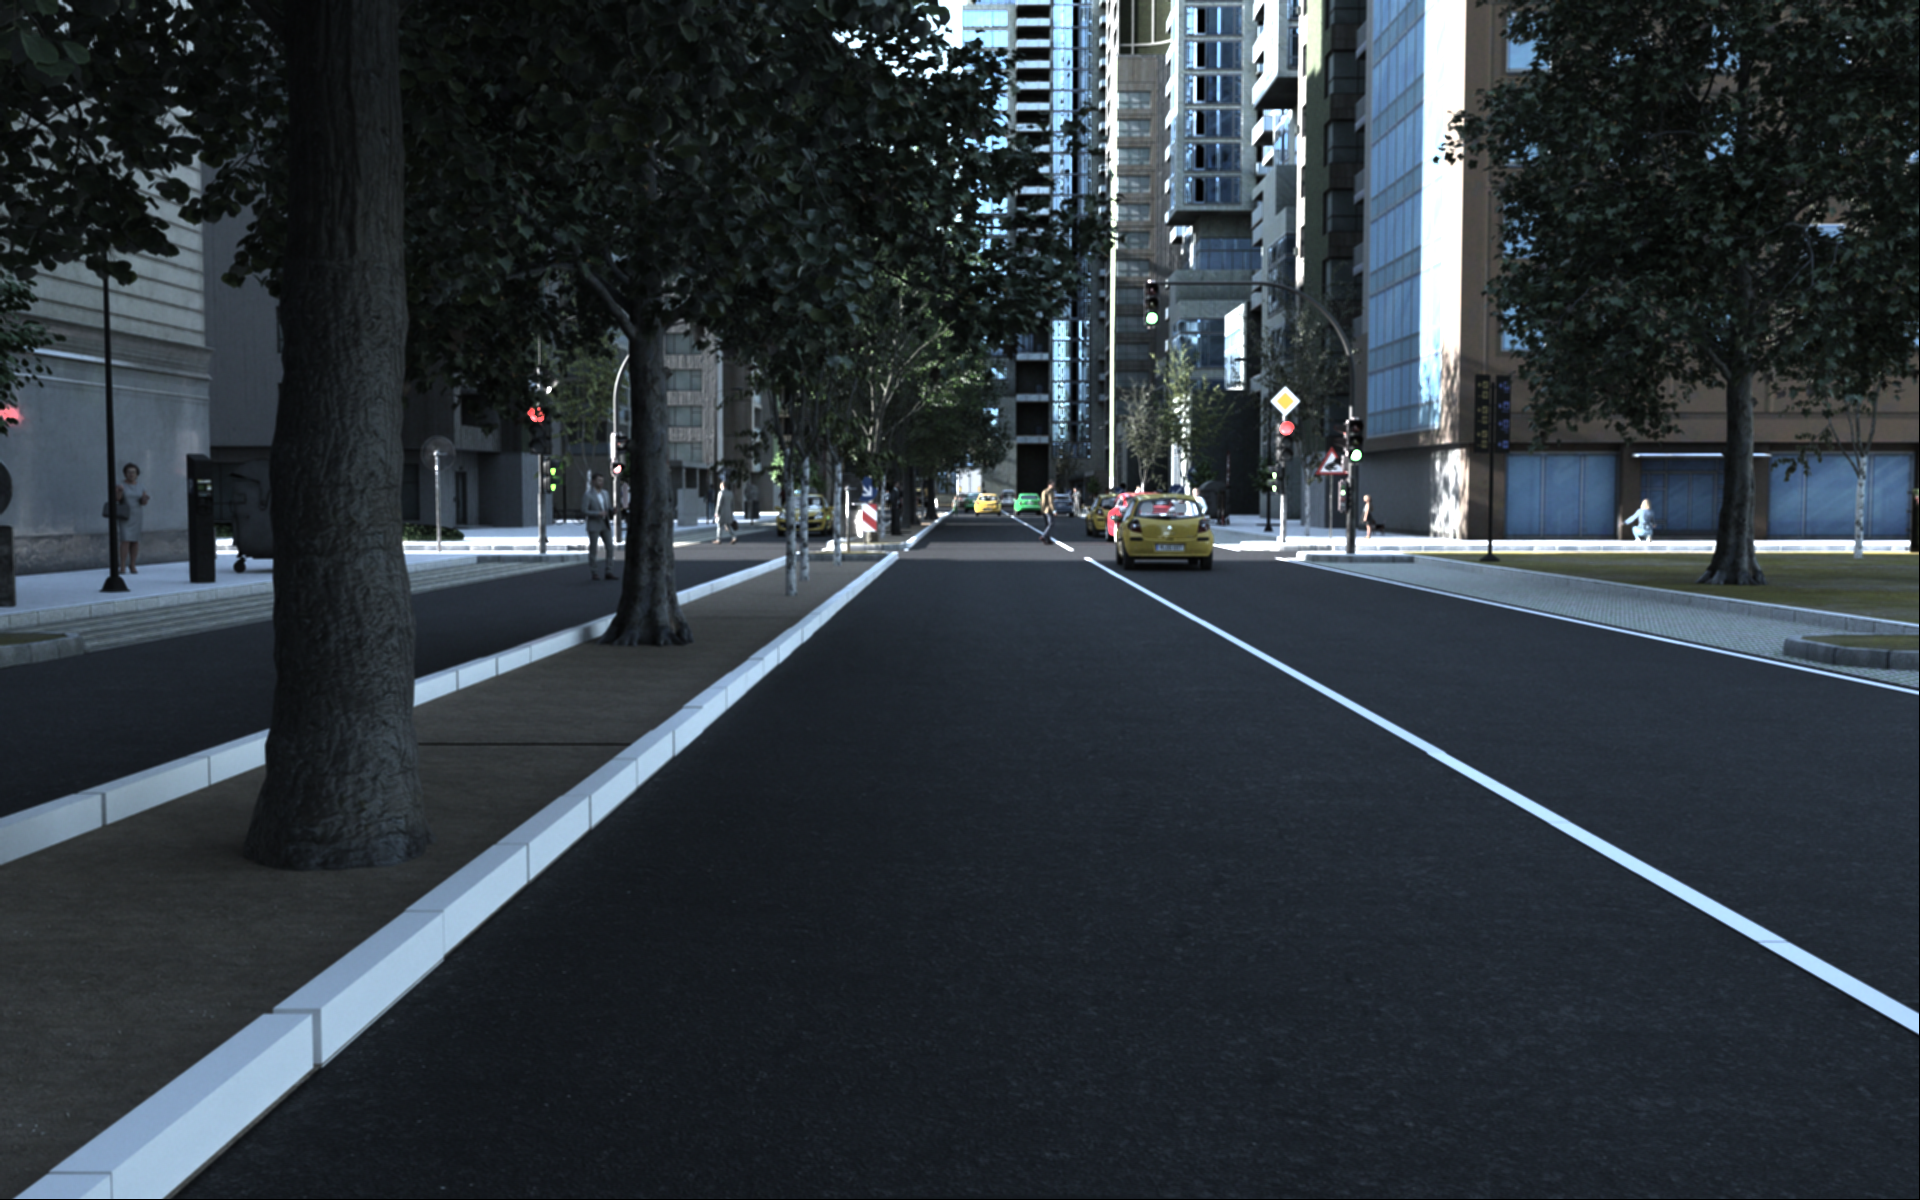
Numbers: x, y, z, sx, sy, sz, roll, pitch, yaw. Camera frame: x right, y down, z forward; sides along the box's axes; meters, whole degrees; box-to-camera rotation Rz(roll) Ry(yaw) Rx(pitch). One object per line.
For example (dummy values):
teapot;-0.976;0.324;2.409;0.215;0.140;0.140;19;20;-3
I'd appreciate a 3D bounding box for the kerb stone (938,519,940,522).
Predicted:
kerb stone;-1.135;-3.608;81.193;0.120;0.150;1.000;0;4;0

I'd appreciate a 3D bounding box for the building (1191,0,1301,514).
building;25.453;-50.663;141.004;22.319;86.520;31.000;0;4;0

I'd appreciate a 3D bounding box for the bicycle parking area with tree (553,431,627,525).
bicycle parking area with tree;-17.933;-5.433;75.835;9.016;4.147;8.231;1;4;17

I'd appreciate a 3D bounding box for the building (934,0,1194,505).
building;11.910;-55.308;216.963;31.000;86.520;22.319;0;4;0

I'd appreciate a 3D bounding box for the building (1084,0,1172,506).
building;24.098;-45.471;181.704;20.563;71.187;20.611;0;4;0

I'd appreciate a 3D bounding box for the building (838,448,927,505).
building;-18.257;-34.427;217.499;28.867;44.769;22.147;0;4;0

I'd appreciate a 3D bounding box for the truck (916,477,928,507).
truck;-4.626;-12.065;193.179;3.469;3.379;9.791;0;4;-1

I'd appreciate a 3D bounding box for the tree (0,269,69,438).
tree;-11.720;-2.162;19.071;4.285;4.588;4.351;0;3;0

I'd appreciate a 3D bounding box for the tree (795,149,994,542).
tree;-2.372;-7.365;48.627;9.928;11.665;9.643;0;3;0

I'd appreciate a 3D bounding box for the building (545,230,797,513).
building;-30.103;-27.794;146.320;32.217;40.220;23.993;0;4;0

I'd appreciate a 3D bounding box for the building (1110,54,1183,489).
building;21.263;-29.439;164.916;14.154;41.232;14.086;0;4;0

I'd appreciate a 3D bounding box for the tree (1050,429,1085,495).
tree;12.067;-15.092;197.115;4.360;8.622;3.978;0;3;0

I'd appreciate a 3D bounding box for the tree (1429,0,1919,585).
tree;11.197;-6.579;24.583;9.611;12.733;9.660;0;3;0

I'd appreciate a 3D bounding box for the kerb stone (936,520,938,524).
kerb stone;-1.159;-3.357;77.083;0.120;0.150;1.000;0;4;0

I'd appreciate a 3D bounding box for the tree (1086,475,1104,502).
tree;12.312;-9.992;157.965;1.663;3.219;1.824;0;3;0

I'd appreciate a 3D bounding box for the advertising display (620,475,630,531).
advertising display;-10.966;-3.223;57.904;0.974;1.923;0.123;0;4;1

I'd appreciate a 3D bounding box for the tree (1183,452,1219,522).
tree;10.946;-5.139;78.630;1.663;3.219;1.824;0;3;0

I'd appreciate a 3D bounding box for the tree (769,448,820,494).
tree;-10.569;-7.750;110.433;4.285;4.588;4.351;0;3;0

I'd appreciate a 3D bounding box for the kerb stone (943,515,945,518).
kerb stone;-1.039;-4.487;95.556;0.120;0.150;1.000;0;4;0

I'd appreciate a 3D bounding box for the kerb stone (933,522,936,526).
kerb stone;-1.193;-3.044;71.958;0.120;0.150;1.000;0;4;0

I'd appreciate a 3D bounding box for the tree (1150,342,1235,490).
tree;10.918;-8.139;83.432;4.737;8.622;4.395;0;3;0

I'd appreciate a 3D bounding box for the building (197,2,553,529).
building;-23.815;-17.848;63.520;14.160;30.474;14.107;0;4;0

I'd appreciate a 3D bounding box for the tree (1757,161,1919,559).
tree;17.824;-5.137;34.360;4.360;8.622;3.978;0;3;0

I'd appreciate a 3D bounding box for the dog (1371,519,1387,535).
dog;13.010;-2.268;53.912;0.406;0.507;0.540;2;4;29

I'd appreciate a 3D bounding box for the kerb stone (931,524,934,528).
kerb stone;-1.222;-2.854;68.884;0.120;0.150;1.000;0;4;0

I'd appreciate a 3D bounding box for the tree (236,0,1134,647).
tree;-2.984;-5.930;16.419;9.611;12.733;9.660;0;3;0

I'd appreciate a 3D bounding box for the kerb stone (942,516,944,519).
kerb stone;-1.060;-4.293;92.461;0.120;0.150;1.000;0;4;0

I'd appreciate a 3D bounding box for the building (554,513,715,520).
building;-30.290;-24.548;93.233;32.217;40.220;23.993;0;4;0

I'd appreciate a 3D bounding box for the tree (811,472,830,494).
tree;-10.677;-8.167;128.132;1.663;3.219;1.824;0;3;0

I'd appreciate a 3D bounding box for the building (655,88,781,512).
building;-21.019;-27.124;127.074;14.154;41.232;14.086;0;4;0

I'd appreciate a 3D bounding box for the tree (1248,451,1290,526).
tree;12.481;-4.649;70.613;1.663;3.219;1.824;0;3;0

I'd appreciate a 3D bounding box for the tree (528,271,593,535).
tree;-11.742;-6.353;54.238;4.737;8.622;4.395;0;3;0

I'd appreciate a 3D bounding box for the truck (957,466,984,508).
truck;1.032;-11.483;176.661;2.839;4.237;11.283;0;4;1

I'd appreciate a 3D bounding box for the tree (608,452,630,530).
tree;-11.898;-4.104;61.707;1.663;3.219;1.824;0;3;0

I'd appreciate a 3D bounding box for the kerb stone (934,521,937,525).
kerb stone;-1.176;-3.169;74.002;0.120;0.150;1.000;0;4;0

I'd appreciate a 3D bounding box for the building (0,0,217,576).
building;-23.629;-10.996;28.933;18.267;20.994;9.793;0;4;0

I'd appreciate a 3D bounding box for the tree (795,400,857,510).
tree;-10.118;-12.618;140.717;7.601;10.594;8.767;0;4;4

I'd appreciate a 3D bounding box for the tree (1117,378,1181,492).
tree;11.641;-9.682;108.671;4.360;8.622;3.978;0;3;0

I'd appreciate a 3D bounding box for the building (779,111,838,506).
building;-24.311;-34.195;182.787;21.600;48.544;21.300;0;4;0

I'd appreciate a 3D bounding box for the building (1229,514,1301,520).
building;25.416;-48.122;99.464;22.319;86.520;31.000;0;4;0

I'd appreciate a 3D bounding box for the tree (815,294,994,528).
tree;-2.355;-9.254;71.888;7.486;12.596;7.792;0;3;0

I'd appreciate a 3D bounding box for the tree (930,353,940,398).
tree;-2.455;-4.991;34.428;4.360;8.622;3.978;0;3;0

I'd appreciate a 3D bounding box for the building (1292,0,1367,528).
building;20.721;-18.288;70.709;14.160;30.474;14.107;0;4;0

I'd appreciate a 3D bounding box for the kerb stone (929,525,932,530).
kerb stone;-1.234;-2.667;65.812;0.120;0.150;1.000;0;4;0

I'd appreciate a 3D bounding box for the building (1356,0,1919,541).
building;20.810;-24.649;53.114;14.200;45.320;14.600;0;4;0

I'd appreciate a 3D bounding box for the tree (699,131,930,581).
tree;-2.575;-4.625;28.441;4.360;8.622;3.978;0;3;0

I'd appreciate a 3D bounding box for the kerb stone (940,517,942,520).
kerb stone;-1.096;-3.984;87.340;0.120;0.150;1.000;0;4;0

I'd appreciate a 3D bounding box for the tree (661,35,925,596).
tree;-2.331;-4.341;23.800;4.737;8.622;4.395;0;3;0

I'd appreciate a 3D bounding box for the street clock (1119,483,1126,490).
street clock;10.641;-6.660;113.467;0.471;2.002;0.358;0;4;-1

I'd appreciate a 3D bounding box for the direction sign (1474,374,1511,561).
direction sign;10.145;-2.511;33.056;0.876;3.537;0.379;-2;4;-27

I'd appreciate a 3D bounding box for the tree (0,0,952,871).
tree;-2.478;-5.960;6.562;9.857;13.997;8.962;0;3;0

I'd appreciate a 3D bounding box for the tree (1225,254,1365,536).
tree;10.348;-6.238;52.355;4.360;8.622;3.978;0;3;0

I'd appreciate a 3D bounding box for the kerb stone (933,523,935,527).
kerb stone;-1.204;-2.981;70.935;0.120;0.150;1.000;0;4;0
